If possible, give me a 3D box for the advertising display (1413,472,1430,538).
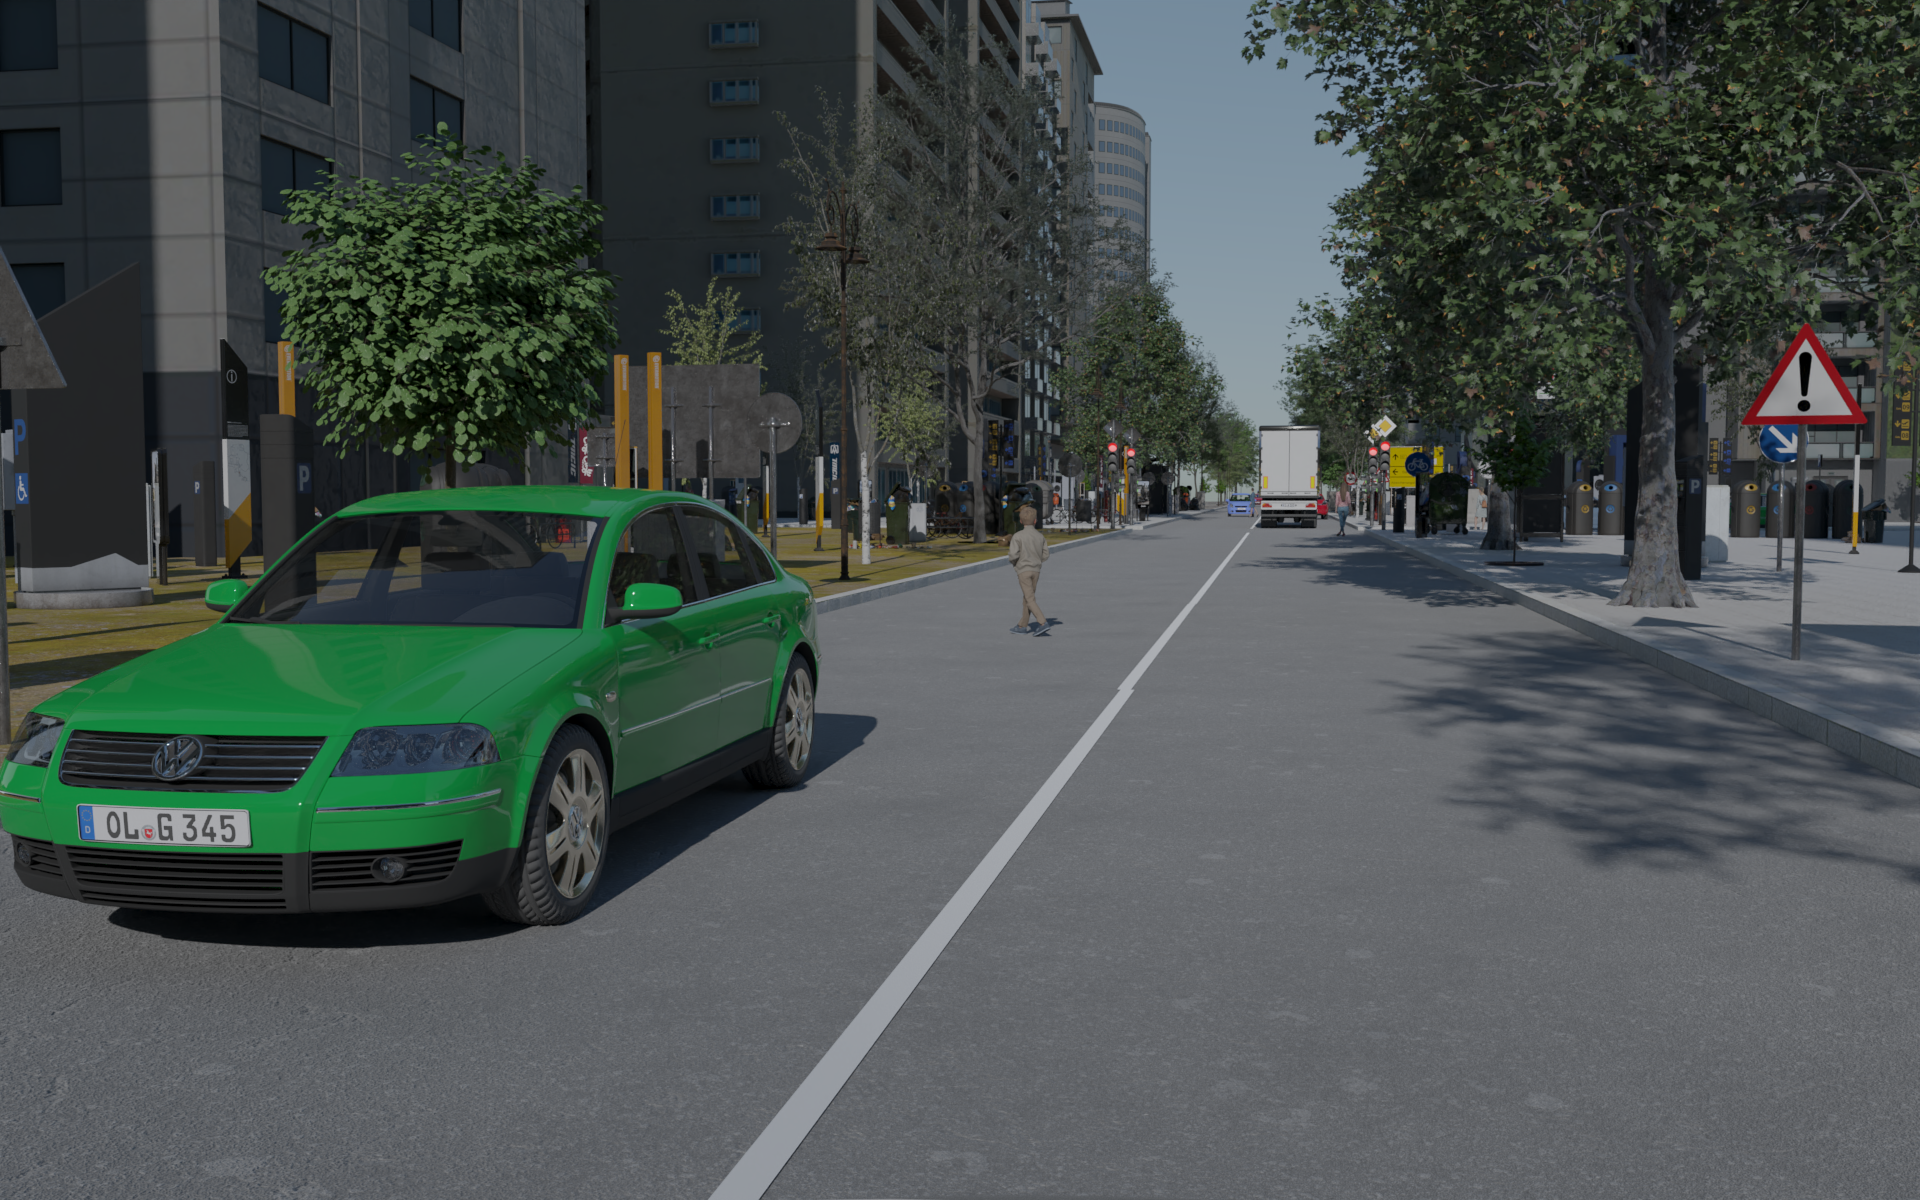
[{"bbox_3d":[13.543,-2.784,50.730,0.123,1.923,0.974,2,4,32],"label":"advertising display"}]

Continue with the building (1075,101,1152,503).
[{"bbox_3d":[16.870,-43.856,259.042,21.231,58.520,28.212,1,4,10],"label":"building"}]

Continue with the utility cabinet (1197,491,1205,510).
[{"bbox_3d":[19.751,-8.155,142.012,0.318,1.500,1.173,-1,4,-11],"label":"utility cabinet"}]

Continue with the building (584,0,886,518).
[{"bbox_3d":[-13.100,-29.278,102.392,21.300,48.544,21.600,1,4,10],"label":"building"}]

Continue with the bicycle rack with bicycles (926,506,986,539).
[{"bbox_3d":[-0.573,-2.221,49.699,2.925,0.926,2.852,-1,4,-15],"label":"bicycle rack with bicycles"}]

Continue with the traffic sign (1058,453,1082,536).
[{"bbox_3d":[3.385,-3.263,53.456,0.768,2.556,0.104,1,4,13],"label":"traffic sign"}]

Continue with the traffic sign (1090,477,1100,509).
[{"bbox_3d":[8.117,-6.228,103.952,0.606,2.300,0.079,1,4,18],"label":"traffic sign"}]

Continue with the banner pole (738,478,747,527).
[{"bbox_3d":[-6.103,-3.587,48.664,0.401,3.779,0.863,-2,4,-25],"label":"banner pole"}]

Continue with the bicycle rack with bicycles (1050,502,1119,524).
[{"bbox_3d":[5.297,-3.789,75.327,2.925,0.926,2.852,1,4,18],"label":"bicycle rack with bicycles"}]

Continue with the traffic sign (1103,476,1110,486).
[{"bbox_3d":[9.322,-6.772,111.912,0.795,2.450,0.064,1,4,11],"label":"traffic sign"}]

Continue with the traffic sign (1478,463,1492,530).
[{"bbox_3d":[17.810,-3.559,58.303,0.768,2.556,0.104,1,4,16],"label":"traffic sign"}]

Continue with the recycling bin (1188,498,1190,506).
[{"bbox_3d":[18.561,-7.983,143.081,0.722,1.027,0.722,-1,4,-23],"label":"recycling bin"}]

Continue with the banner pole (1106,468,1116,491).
[{"bbox_3d":[12.348,-9.443,144.408,0.401,3.779,0.863,3,5,42],"label":"banner pole"}]

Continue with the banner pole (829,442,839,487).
[{"bbox_3d":[-5.178,-5.109,73.545,0.863,3.779,0.401,2,4,24],"label":"banner pole"}]

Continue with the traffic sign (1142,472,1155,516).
[{"bbox_3d":[10.931,-6.138,100.458,0.768,2.556,0.104,1,4,20],"label":"traffic sign"}]

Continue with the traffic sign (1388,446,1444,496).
[{"bbox_3d":[19.314,-4.861,73.346,2.265,3.308,0.079,1,4,17],"label":"traffic sign"}]

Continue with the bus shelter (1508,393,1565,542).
[{"bbox_3d":[16.516,-4.440,50.224,2.179,5.291,8.768,1,4,10],"label":"bus shelter"}]

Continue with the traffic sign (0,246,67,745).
[{"bbox_3d":[-4.899,-0.538,8.803,0.884,2.594,0.081,1,4,19],"label":"traffic sign"}]

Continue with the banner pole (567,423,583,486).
[{"bbox_3d":[-10.417,-3.488,47.050,0.401,3.779,0.863,1,4,22],"label":"banner pole"}]

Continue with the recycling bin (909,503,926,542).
[{"bbox_3d":[-1.291,-2.094,46.784,0.722,1.027,0.722,0,4,-5],"label":"recycling bin"}]

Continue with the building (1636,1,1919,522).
[{"bbox_3d":[41.524,-24.520,84.491,14.086,41.232,14.154,1,4,10],"label":"building"}]

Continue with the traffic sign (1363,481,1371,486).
[{"bbox_3d":[27.270,-7.075,115.674,0.884,2.594,0.081,1,4,12],"label":"traffic sign"}]

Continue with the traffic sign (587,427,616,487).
[{"bbox_3d":[-5.394,-1.481,26.345,0.606,2.300,0.079,1,4,15],"label":"traffic sign"}]

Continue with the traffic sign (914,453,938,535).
[{"bbox_3d":[-1.058,-3.270,53.570,0.768,2.556,0.104,1,4,12],"label":"traffic sign"}]

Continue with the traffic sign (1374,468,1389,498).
[{"bbox_3d":[19.055,-4.804,78.550,0.884,2.594,0.081,1,4,13],"label":"traffic sign"}]

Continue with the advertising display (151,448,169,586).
[{"bbox_3d":[-11.344,-1.184,24.571,0.123,1.923,0.974,-2,4,-30],"label":"advertising display"}]

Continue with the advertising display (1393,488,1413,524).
[{"bbox_3d":[18.959,-4.202,73.919,0.974,1.923,0.123,-1,4,-13],"label":"advertising display"}]

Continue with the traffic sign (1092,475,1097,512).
[{"bbox_3d":[8.344,-6.463,105.779,0.768,2.556,0.104,1,4,18],"label":"traffic sign"}]

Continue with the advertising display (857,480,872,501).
[{"bbox_3d":[-4.264,-4.429,77.620,0.123,1.923,0.974,2,4,32],"label":"advertising display"}]

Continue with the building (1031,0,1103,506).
[{"bbox_3d":[0.362,-36.922,192.916,28.713,52.752,27.495,1,4,10],"label":"building"}]

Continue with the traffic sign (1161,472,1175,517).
[{"bbox_3d":[11.784,-6.005,98.283,0.768,2.556,0.104,1,4,13],"label":"traffic sign"}]

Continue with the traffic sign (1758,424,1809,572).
[{"bbox_3d":[13.540,-1.740,28.552,0.768,2.556,0.104,1,4,11],"label":"traffic sign"}]

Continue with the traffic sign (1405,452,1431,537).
[{"bbox_3d":[13.775,-3.184,52.169,0.768,2.556,0.104,1,4,14],"label":"traffic sign"}]

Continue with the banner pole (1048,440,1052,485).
[{"bbox_3d":[4.178,-5.532,80.472,0.401,3.779,0.863,-1,4,-9],"label":"banner pole"}]

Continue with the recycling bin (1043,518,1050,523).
[{"bbox_3d":[3.630,-3.993,77.847,0.722,1.027,0.722,-3,5,-44],"label":"recycling bin"}]

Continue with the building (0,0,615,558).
[{"bbox_3d":[-22.798,-37.083,44.553,20.611,71.187,20.563,1,4,10],"label":"building"}]

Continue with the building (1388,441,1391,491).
[{"bbox_3d":[82.287,-40.406,284.333,21.300,48.544,21.600,1,4,10],"label":"building"}]

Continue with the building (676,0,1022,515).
[{"bbox_3d":[-7.392,-31.051,131.385,21.300,48.544,21.600,1,4,10],"label":"building"}]

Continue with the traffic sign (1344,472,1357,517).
[{"bbox_3d":[22.262,-6.032,98.724,0.768,2.556,0.104,1,4,15],"label":"traffic sign"}]

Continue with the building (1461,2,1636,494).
[{"bbox_3d":[59.869,-51.779,159.259,22.319,86.520,31.000,1,4,10],"label":"building"}]

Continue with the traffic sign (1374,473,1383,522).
[{"bbox_3d":[19.495,-4.862,80.675,0.795,2.450,0.064,1,4,16],"label":"traffic sign"}]

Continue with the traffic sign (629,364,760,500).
[{"bbox_3d":[-4.224,-2.046,27.320,2.265,3.308,0.079,1,4,15],"label":"traffic sign"}]

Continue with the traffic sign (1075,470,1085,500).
[{"bbox_3d":[5.654,-5.113,83.706,0.768,2.556,0.104,1,4,12],"label":"traffic sign"}]

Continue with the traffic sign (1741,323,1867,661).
[{"bbox_3d":[6.451,-0.813,13.294,0.884,2.594,0.081,1,4,14],"label":"traffic sign"}]

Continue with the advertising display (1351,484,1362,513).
[{"bbox_3d":[26.436,-6.777,116.020,0.974,1.923,0.123,1,4,12],"label":"advertising display"}]

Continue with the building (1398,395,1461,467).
[{"bbox_3d":[80.467,-41.002,259.627,28.713,52.752,27.495,1,4,10],"label":"building"}]

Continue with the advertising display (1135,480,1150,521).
[{"bbox_3d":[8.577,-4.660,81.408,0.123,1.923,0.974,3,5,42],"label":"advertising display"}]

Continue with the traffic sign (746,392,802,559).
[{"bbox_3d":[-2.341,-1.321,21.704,0.768,2.556,0.104,1,4,19],"label":"traffic sign"}]

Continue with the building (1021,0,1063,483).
[{"bbox_3d":[-2.518,-33.305,164.153,23.786,49.044,30.456,1,4,10],"label":"building"}]

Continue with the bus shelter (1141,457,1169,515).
[{"bbox_3d":[12.579,-7.259,109.965,1.731,3.624,6.357,1,4,10],"label":"bus shelter"}]
